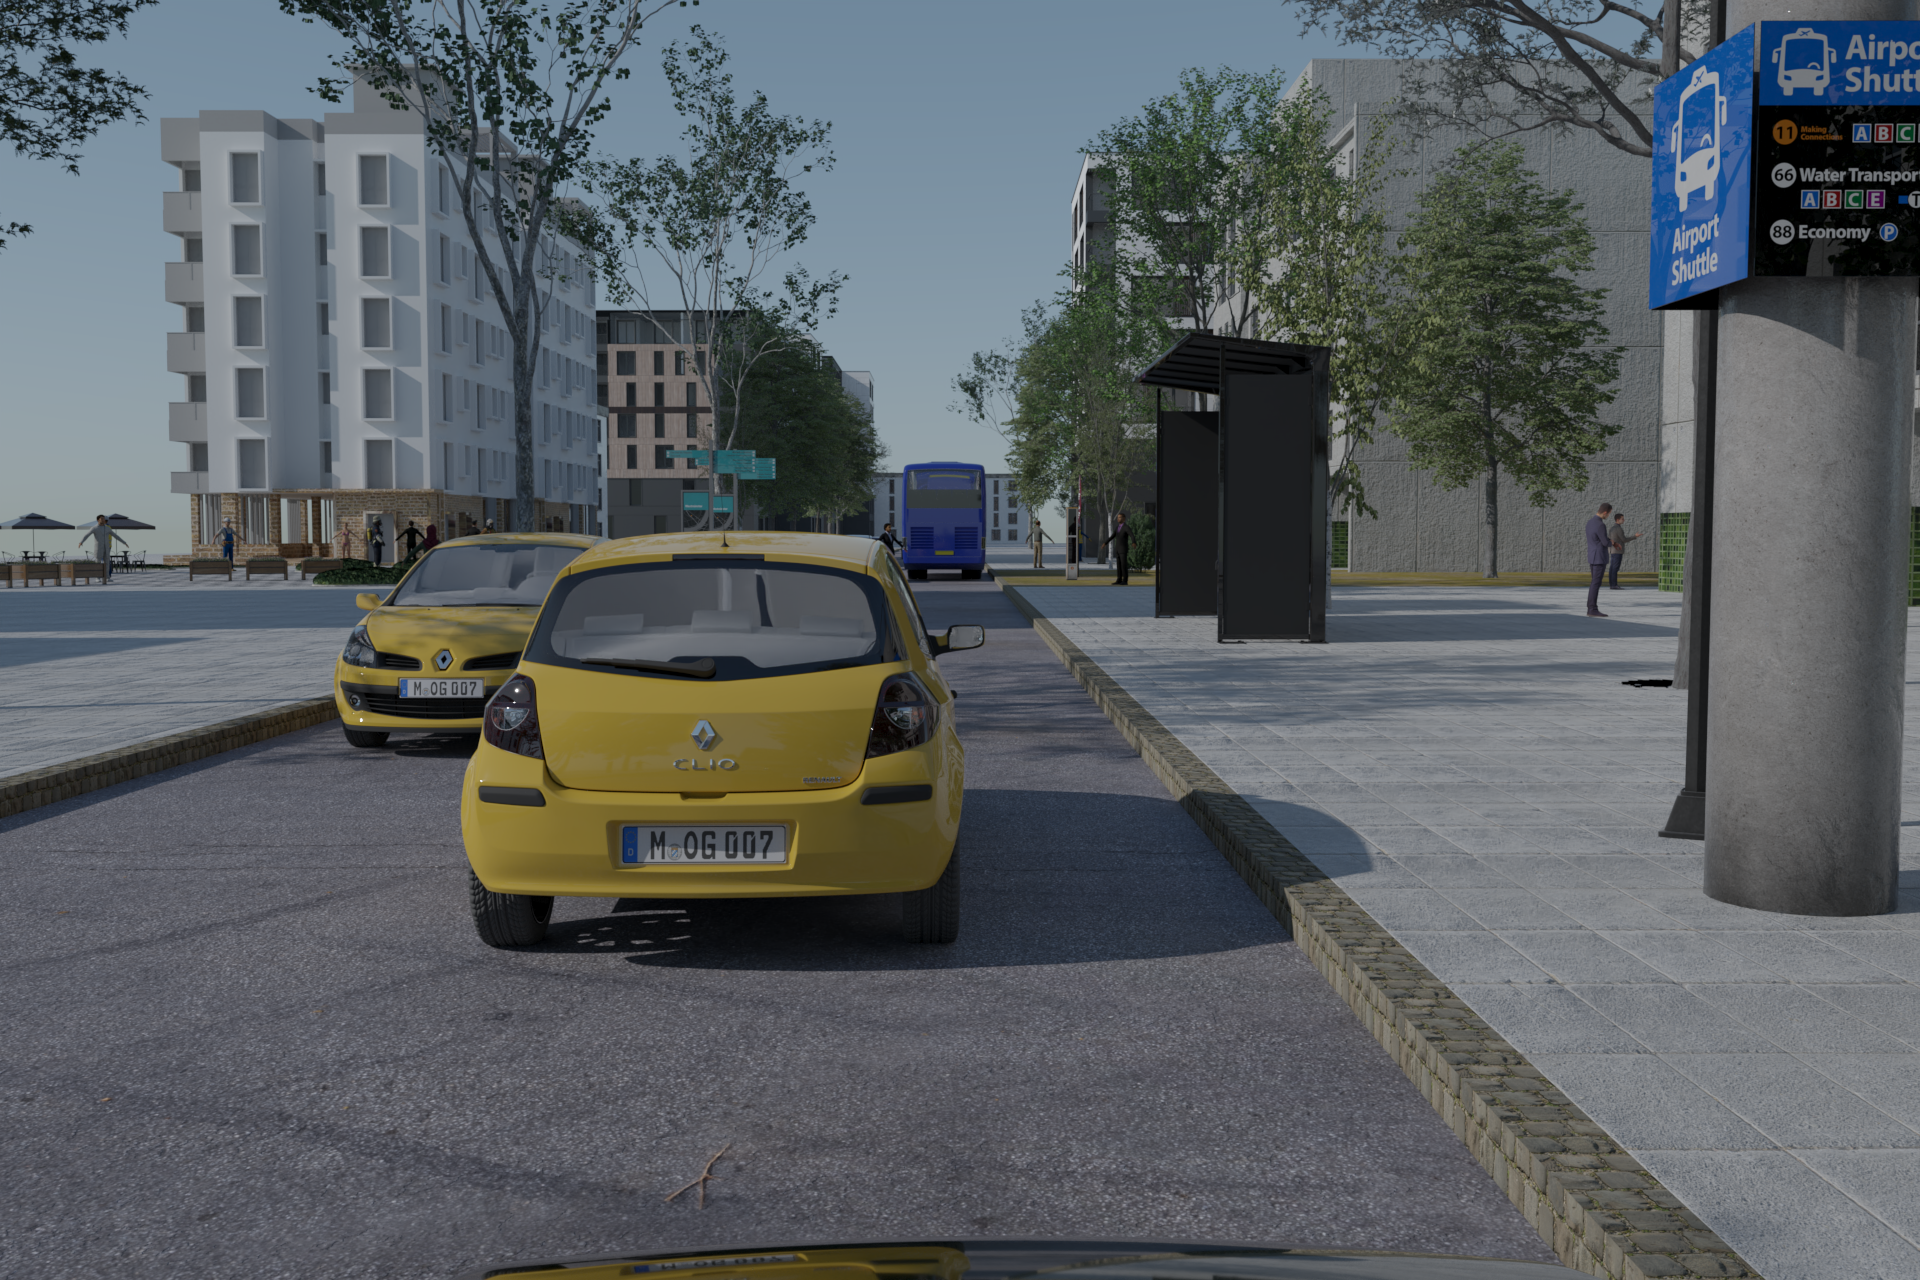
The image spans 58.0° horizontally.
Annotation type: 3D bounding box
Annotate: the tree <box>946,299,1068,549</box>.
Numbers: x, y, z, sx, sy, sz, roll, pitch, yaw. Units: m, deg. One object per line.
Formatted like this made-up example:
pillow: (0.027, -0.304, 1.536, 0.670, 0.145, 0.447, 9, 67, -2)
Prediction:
tree: (5.215, -17.516, 142.282, 12.611, 20.169, 13.585, 0, 3, 0)

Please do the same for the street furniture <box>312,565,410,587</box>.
street furniture: (-10.930, -1.750, 44.241, 10.072, 0.657, 5.734, 1, 4, 12)

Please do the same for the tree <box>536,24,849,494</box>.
tree: (-10.446, -12.935, 67.383, 12.611, 20.169, 13.585, 0, 3, 0)

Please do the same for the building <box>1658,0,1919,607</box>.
building: (24.115, -9.554, 22.674, 16.747, 18.905, 31.486, 0, 4, 0)

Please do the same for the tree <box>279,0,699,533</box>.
tree: (-10.693, -11.017, 36.022, 12.611, 20.169, 13.585, 0, 3, 0)

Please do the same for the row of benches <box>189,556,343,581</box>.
row of benches: (-19.294, -1.989, 47.977, 4.104, 0.672, 1.422, -2, 4, -24)

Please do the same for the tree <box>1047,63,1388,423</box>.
tree: (5.617, -6.926, 39.002, 9.928, 11.665, 9.643, 0, 3, 0)

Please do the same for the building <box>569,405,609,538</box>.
building: (-27.954, -10.614, 115.685, 9.099, 9.664, 28.070, 0, 4, 1)

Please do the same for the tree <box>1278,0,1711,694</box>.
tree: (6.191, -6.330, 13.866, 12.009, 13.543, 11.850, 0, 3, 0)

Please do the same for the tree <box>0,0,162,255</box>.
tree: (-9.356, -4.738, 11.881, 7.601, 10.594, 8.767, -3, 5, -40)

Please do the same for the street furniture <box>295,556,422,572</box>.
street furniture: (-17.427, -2.703, 59.819, 10.072, 0.657, 5.734, 1, 4, 18)

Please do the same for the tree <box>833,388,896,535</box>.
tree: (-10.076, -14.284, 143.913, 12.009, 13.543, 11.850, 0, 3, 0)

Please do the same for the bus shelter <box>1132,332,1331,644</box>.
bus shelter: (3.505, -1.958, 23.295, 1.731, 3.624, 6.357, 0, 4, -1)

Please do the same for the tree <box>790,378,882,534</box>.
tree: (-9.311, -12.738, 126.392, 7.486, 12.596, 7.792, 0, 3, 0)

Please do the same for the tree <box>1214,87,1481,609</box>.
tree: (6.513, -4.830, 29.334, 4.737, 8.622, 4.395, 0, 3, 0)

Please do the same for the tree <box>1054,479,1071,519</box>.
tree: (16.394, -18.486, 236.650, 7.601, 10.594, 8.767, 0, 4, -4)

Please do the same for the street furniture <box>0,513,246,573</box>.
street furniture: (-34.500, -3.004, 54.140, 14.083, 1.986, 27.439, 1, 4, 13)

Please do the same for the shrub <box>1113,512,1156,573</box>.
shrub: (5.909, -3.260, 57.345, 1.661, 2.075, 1.752, 0, 3, 0)

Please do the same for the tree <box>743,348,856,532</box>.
tree: (-9.772, -11.329, 103.361, 7.486, 12.596, 7.792, 0, 3, 0)

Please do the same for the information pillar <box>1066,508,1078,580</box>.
information pillar: (3.110, -2.670, 48.147, 0.304, 2.012, 0.304, 0, 4, -2)

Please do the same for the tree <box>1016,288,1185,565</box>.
tree: (6.045, -9.007, 73.024, 9.928, 11.665, 9.643, 0, 3, 0)

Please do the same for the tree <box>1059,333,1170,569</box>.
tree: (5.534, -6.918, 63.464, 4.360, 8.622, 3.978, 0, 3, 0)

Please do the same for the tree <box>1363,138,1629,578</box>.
tree: (15.219, -8.104, 50.632, 7.486, 12.596, 7.792, 0, 3, 0)

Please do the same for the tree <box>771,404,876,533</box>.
tree: (-9.555, -11.012, 114.458, 8.767, 10.594, 7.601, 0, 4, 4)

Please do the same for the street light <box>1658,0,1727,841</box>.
street light: (3.684, -2.119, 7.192, 1.470, 5.913, 1.316, 0, 4, 0)

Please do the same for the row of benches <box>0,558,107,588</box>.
row of benches: (-22.603, -1.647, 42.385, 1.422, 0.672, 4.104, 1, 4, 19)

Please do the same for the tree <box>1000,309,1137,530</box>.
tree: (5.559, -10.296, 86.458, 7.486, 12.596, 7.792, 0, 3, 0)

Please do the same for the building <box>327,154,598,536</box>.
building: (-26.001, -14.148, 87.733, 16.016, 20.090, 11.380, 0, 3, 0)

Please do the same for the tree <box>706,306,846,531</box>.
tree: (-9.227, -10.321, 86.869, 7.486, 12.596, 7.792, 0, 3, 0)

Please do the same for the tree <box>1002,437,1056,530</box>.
tree: (5.366, -10.923, 128.946, 4.737, 8.622, 4.395, 0, 3, 0)

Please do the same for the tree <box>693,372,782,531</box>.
tree: (-9.634, -7.799, 77.876, 4.360, 8.622, 3.978, 0, 3, 0)
